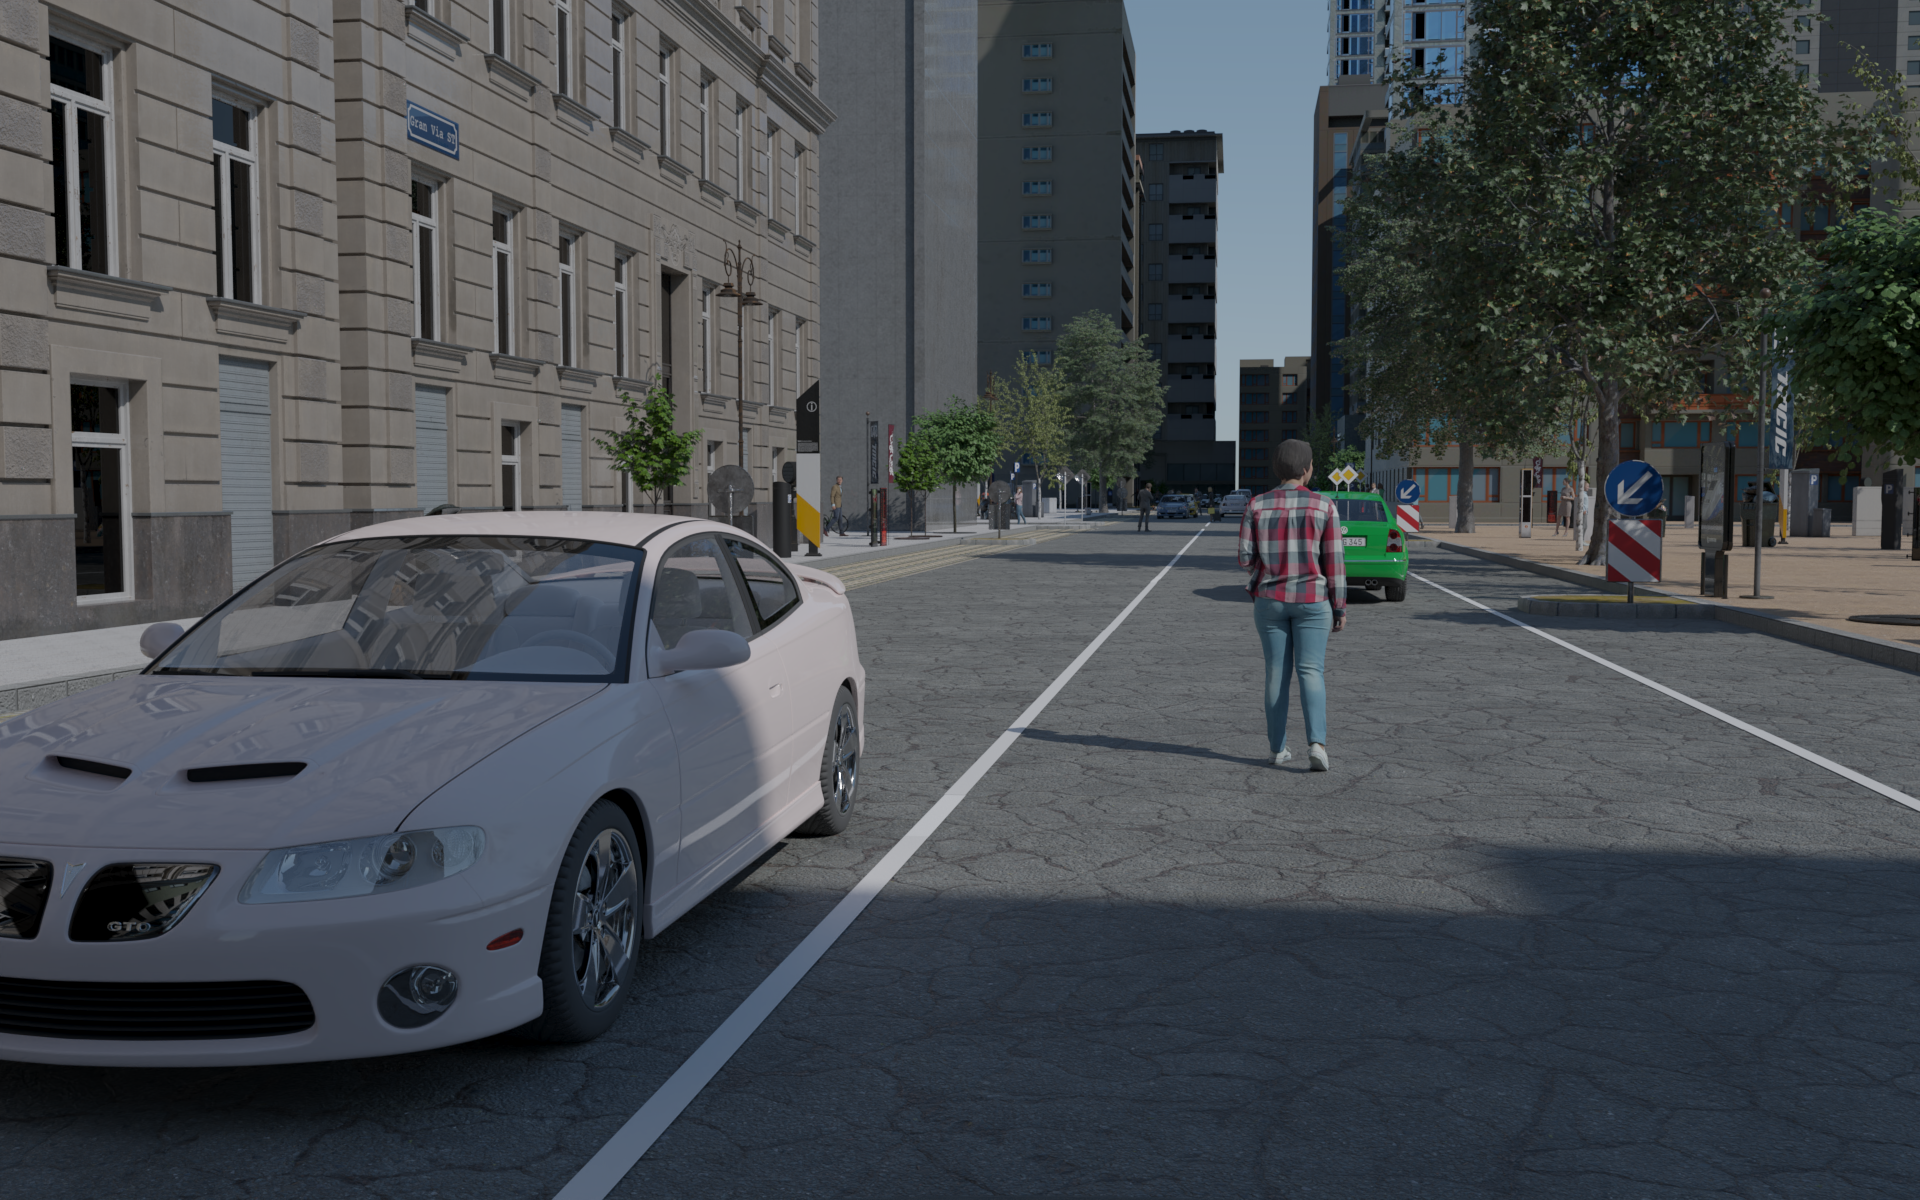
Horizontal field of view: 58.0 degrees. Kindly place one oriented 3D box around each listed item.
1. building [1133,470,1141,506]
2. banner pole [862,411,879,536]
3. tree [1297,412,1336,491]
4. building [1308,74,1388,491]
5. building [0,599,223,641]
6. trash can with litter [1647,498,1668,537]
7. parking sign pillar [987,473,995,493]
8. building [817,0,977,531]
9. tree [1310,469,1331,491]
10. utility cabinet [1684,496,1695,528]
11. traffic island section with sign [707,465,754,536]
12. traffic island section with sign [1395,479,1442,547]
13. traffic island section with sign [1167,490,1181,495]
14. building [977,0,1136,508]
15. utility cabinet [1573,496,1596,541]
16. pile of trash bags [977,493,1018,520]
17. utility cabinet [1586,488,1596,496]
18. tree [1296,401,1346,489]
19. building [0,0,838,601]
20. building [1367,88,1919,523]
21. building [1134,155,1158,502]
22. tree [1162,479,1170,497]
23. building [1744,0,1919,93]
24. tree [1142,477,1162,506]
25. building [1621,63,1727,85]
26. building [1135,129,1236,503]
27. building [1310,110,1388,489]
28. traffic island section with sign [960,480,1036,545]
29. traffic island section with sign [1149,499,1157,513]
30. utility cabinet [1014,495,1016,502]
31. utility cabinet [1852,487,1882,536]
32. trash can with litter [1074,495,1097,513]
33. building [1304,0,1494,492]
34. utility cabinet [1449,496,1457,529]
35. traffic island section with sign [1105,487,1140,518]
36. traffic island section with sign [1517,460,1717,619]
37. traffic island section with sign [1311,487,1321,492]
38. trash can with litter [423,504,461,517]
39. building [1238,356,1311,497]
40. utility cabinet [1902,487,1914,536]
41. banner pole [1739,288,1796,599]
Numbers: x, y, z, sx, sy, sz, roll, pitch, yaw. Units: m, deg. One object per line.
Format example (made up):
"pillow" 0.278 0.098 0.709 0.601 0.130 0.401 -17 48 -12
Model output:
"building" 9.047 -45.722 185.801 20.563 71.187 20.611 1 4 9
"banner pole" -2.668 -3.812 52.344 0.401 3.779 0.863 -2 4 -33
"tree" 31.834 -12.484 154.481 4.360 8.622 3.978 0 3 0
"building" 45.032 -32.760 185.732 14.600 45.320 14.200 1 4 9
"building" -14.887 -12.964 9.228 12.463 27.353 25.104 1 4 9
"trash can with litter" 20.214 -2.415 50.879 1.055 1.170 0.624 2 4 32
"parking sign pillar" 2.668 -10.074 153.178 1.447 3.967 1.447 1 4 18
"building" -10.058 -15.173 66.093 19.932 24.808 12.078 1 4 9
"tree" 27.768 -8.482 133.276 1.663 3.219 1.824 0 3 0
"utility cabinet" 27.574 -3.321 65.454 0.306 1.237 1.020 1 4 20
"traffic island section with sign" -3.110 -0.857 22.634 1.989 1.847 2.006 1 4 9
"traffic island section with sign" 12.118 -2.384 47.599 1.989 1.847 2.006 1 4 9
"traffic island section with sign" 21.888 -10.450 179.479 1.989 1.847 2.006 1 4 9
"building" 5.413 -33.142 165.567 21.300 48.544 21.600 1 4 9
"utility cabinet" 17.273 -2.247 47.901 0.306 1.237 1.020 3 4 38
"pile of trash bags" 1.923 -4.758 87.552 1.912 1.369 3.447 0 4 -6
"utility cabinet" 22.598 -3.272 62.182 0.318 1.500 1.173 0 4 -1
"tree" 28.561 -11.436 137.344 4.737 8.622 4.395 0 3 0
"building" -11.092 -14.479 33.998 12.463 27.353 25.104 1 4 9
"building" 36.604 -14.899 88.630 28.899 21.520 27.650 1 4 9
"building" 10.124 -34.474 218.267 28.867 44.769 22.147 1 4 9
"tree" 25.382 -13.530 215.822 1.663 3.219 1.824 0 3 0
"building" 101.635 -46.823 203.812 20.611 71.187 20.563 1 4 9
"tree" 21.854 -12.483 198.691 1.663 3.219 1.824 0 3 0
"building" 98.402 -56.431 235.317 31.000 86.520 22.319 1 4 9
"building" 26.233 -40.465 250.836 27.495 52.752 28.713 1 4 9
"building" 50.371 -28.980 165.697 32.217 40.220 23.993 1 4 9
"traffic island section with sign" 1.125 -2.485 49.256 1.989 1.847 2.006 1 4 9
"traffic island section with sign" 13.986 -7.417 129.902 1.989 1.847 2.006 1 4 9
"utility cabinet" 4.015 -6.137 111.495 1.020 1.237 0.306 1 4 15
"utility cabinet" 27.707 -2.678 52.464 1.173 1.500 0.318 0 4 6
"trash can with litter" 8.911 -6.721 120.949 2.233 1.210 1.678 -1 4 -9
"building" 52.619 -54.645 206.111 22.319 86.520 31.000 1 4 9
"utility cabinet" 18.460 -3.276 64.719 0.306 1.237 1.020 1 4 22
"traffic island section with sign" 9.727 -5.789 103.284 1.989 1.847 2.006 1 4 9
"traffic island section with sign" 7.870 -0.755 20.979 1.989 1.847 2.006 1 4 9
"traffic island section with sign" 20.726 -5.682 101.527 1.989 1.847 2.006 1 4 9
"trash can with litter" -6.204 -0.515 19.803 1.055 1.170 0.624 1 4 19
"building" 54.441 -24.594 247.145 28.899 21.520 27.650 1 4 9
"utility cabinet" 29.109 -2.671 52.358 0.318 1.500 1.173 -1 4 -18
"banner pole" 9.988 -1.912 21.280 0.863 3.779 0.401 -2 4 -30
